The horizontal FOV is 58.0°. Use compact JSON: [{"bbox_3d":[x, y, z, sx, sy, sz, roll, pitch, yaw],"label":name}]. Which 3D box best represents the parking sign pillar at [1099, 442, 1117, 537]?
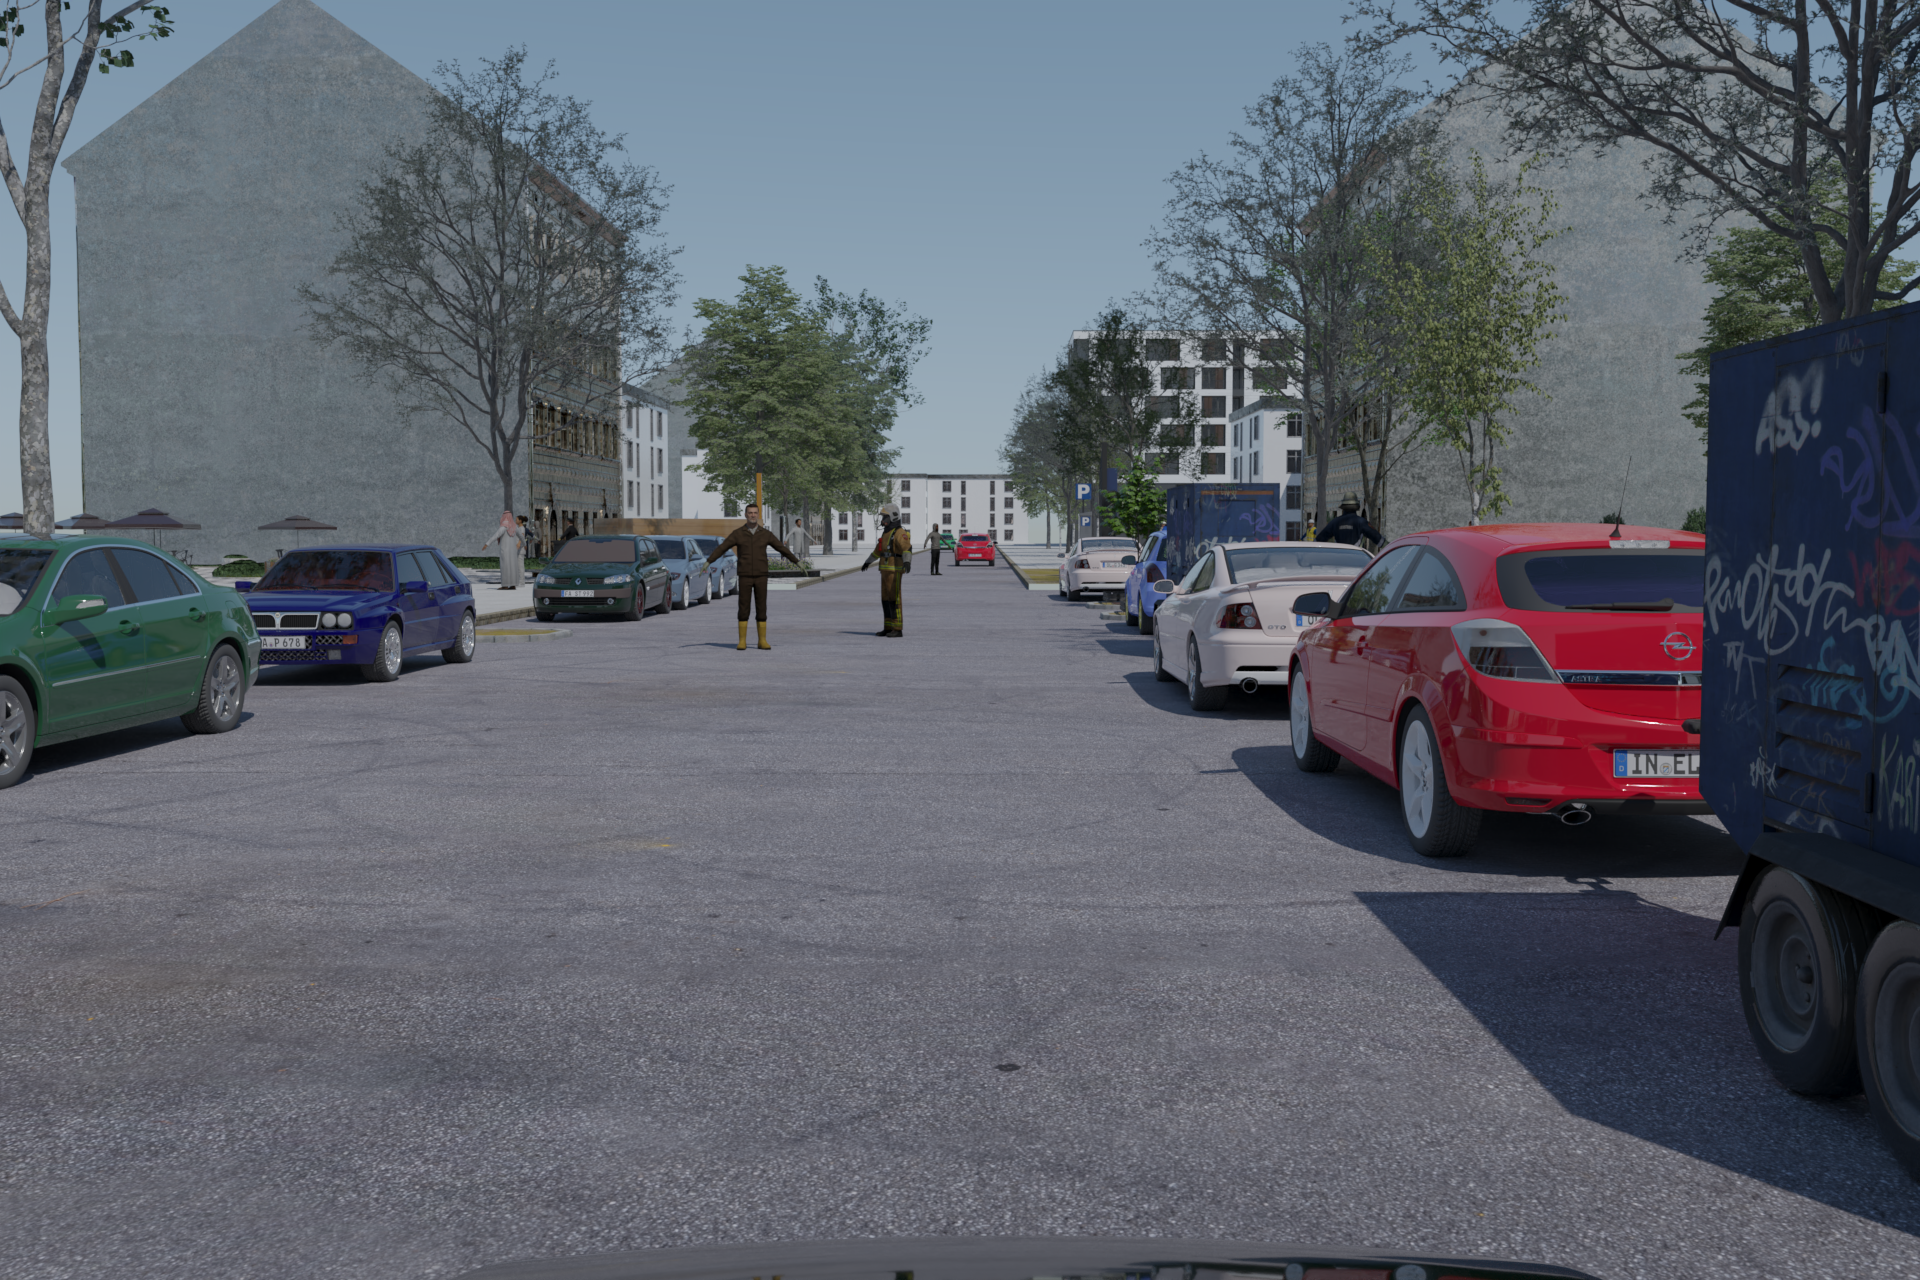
[{"bbox_3d":[4.370,-3.848,51.385,1.447,3.967,1.447,0,4,1],"label":"parking sign pillar"}]

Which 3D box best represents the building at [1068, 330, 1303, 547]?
[{"bbox_3d":[25.624,-21.137,189.571,27.936,21.610,32.646,0,4,1],"label":"building"}]

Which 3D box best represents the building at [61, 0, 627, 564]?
[{"bbox_3d":[-26.713,-15.211,79.621,19.493,23.208,18.063,0,4,1],"label":"building"}]

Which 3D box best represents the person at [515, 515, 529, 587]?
[{"bbox_3d":[-10.700,-2.142,41.785,0.721,1.739,1.217,-1,4,-20],"label":"person"}]

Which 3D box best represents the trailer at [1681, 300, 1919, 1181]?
[{"bbox_3d":[2.827,0.139,4.784,1.471,1.999,3.904,0,4,1],"label":"trailer"}]

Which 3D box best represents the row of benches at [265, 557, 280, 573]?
[{"bbox_3d":[-17.504,-1.819,45.204,1.422,0.672,4.104,-2,4,-30],"label":"row of benches"}]

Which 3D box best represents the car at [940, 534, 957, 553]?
[{"bbox_3d":[-1.185,-7.680,134.363,1.959,1.807,4.718,0,4,1],"label":"car"}]

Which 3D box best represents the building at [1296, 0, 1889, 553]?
[{"bbox_3d":[25.933,-14.970,75.681,19.493,23.208,18.063,0,4,1],"label":"building"}]

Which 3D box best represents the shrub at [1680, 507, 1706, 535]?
[{"bbox_3d":[19.894,-2.605,46.631,1.661,2.075,1.752,0,3,0],"label":"shrub"}]

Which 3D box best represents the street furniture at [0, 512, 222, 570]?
[{"bbox_3d":[-33.059,-3.019,54.398,14.083,1.986,27.439,0,4,4],"label":"street furniture"}]

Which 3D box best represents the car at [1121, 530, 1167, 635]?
[{"bbox_3d":[3.407,-0.997,25.897,1.945,1.707,3.694,0,4,1],"label":"car"}]

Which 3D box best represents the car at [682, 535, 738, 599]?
[{"bbox_3d":[-6.069,-1.681,39.487,2.014,1.417,4.499,0,4,0],"label":"car"}]

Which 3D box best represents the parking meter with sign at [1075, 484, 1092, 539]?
[{"bbox_3d":[4.246,-3.843,59.101,0.543,3.016,1.738,0,4,1],"label":"parking meter with sign"}]

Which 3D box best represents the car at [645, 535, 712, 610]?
[{"bbox_3d":[-6.000,-1.357,34.183,2.014,1.417,4.499,0,4,1],"label":"car"}]

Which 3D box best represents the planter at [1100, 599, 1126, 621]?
[{"bbox_3d":[3.391,-0.505,29.396,1.991,0.319,1.994,0,4,2],"label":"planter"}]

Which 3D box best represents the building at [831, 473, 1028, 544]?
[{"bbox_3d":[-4.459,-18.031,239.414,28.070,9.664,9.099,0,4,2],"label":"building"}]

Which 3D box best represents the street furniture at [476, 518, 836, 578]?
[{"bbox_3d":[-7.502,-2.719,51.306,9.812,1.723,11.010,3,5,43],"label":"street furniture"}]

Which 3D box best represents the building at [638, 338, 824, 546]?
[{"bbox_3d":[-25.307,-22.241,194.563,19.493,23.208,18.063,0,4,1],"label":"building"}]

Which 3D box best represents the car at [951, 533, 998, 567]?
[{"bbox_3d":[0.652,-4.212,77.902,2.155,1.783,4.494,0,4,0],"label":"car"}]

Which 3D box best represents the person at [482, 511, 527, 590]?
[{"bbox_3d":[-10.393,-2.055,39.740,0.704,1.811,1.347,2,4,30],"label":"person"}]

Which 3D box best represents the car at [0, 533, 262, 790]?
[{"bbox_3d":[-6.225,0.039,11.157,2.131,1.459,4.920,0,4,1],"label":"car"}]

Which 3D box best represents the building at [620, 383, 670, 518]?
[{"bbox_3d":[-22.706,-10.188,108.723,9.099,9.664,28.070,0,4,1],"label":"building"}]

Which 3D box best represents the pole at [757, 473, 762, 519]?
[{"bbox_3d":[-6.721,-3.928,58.068,0.158,3.312,0.155,0,3,0],"label":"pole"}]

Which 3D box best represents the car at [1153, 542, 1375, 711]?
[{"bbox_3d":[2.814,-0.186,15.403,2.083,1.381,4.827,0,4,1],"label":"car"}]

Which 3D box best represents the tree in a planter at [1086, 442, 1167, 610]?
[{"bbox_3d":[3.466,-2.224,33.577,1.991,3.239,1.994,0,4,0],"label":"tree in a planter"}]

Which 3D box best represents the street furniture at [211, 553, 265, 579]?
[{"bbox_3d":[-20.030,-2.312,53.432,5.734,0.657,10.072,-2,4,-25],"label":"street furniture"}]

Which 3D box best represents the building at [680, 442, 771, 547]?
[{"bbox_3d":[-23.085,-14.013,171.263,9.099,9.664,28.070,0,4,0],"label":"building"}]

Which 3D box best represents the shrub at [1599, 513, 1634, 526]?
[{"bbox_3d":[22.515,-3.416,59.895,1.661,2.075,1.752,0,3,0],"label":"shrub"}]

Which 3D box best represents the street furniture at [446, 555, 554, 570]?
[{"bbox_3d":[-15.996,-2.912,63.235,10.072,0.657,5.734,0,4,-7],"label":"street furniture"}]

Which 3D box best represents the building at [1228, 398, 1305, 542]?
[{"bbox_3d":[23.190,-10.098,107.258,9.099,9.664,28.070,0,4,0],"label":"building"}]

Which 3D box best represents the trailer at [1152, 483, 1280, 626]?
[{"bbox_3d":[3.094,-0.869,21.259,1.471,1.999,3.904,0,4,0],"label":"trailer"}]

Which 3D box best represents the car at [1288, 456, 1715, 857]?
[{"bbox_3d":[2.926,-0.008,9.167,2.155,1.783,4.494,0,4,0],"label":"car"}]

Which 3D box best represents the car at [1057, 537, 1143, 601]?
[{"bbox_3d":[3.215,-1.591,38.377,2.083,1.381,4.827,0,4,0],"label":"car"}]

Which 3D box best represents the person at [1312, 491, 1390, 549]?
[{"bbox_3d":[5.199,-1.052,23.064,1.351,1.845,0.704,2,4,31],"label":"person"}]

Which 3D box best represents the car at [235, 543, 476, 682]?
[{"bbox_3d":[-6.334,-0.331,17.986,1.945,1.354,3.894,0,4,1],"label":"car"}]

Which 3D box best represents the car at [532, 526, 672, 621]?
[{"bbox_3d":[-6.087,-1.220,29.738,2.009,1.686,4.222,0,4,1],"label":"car"}]
